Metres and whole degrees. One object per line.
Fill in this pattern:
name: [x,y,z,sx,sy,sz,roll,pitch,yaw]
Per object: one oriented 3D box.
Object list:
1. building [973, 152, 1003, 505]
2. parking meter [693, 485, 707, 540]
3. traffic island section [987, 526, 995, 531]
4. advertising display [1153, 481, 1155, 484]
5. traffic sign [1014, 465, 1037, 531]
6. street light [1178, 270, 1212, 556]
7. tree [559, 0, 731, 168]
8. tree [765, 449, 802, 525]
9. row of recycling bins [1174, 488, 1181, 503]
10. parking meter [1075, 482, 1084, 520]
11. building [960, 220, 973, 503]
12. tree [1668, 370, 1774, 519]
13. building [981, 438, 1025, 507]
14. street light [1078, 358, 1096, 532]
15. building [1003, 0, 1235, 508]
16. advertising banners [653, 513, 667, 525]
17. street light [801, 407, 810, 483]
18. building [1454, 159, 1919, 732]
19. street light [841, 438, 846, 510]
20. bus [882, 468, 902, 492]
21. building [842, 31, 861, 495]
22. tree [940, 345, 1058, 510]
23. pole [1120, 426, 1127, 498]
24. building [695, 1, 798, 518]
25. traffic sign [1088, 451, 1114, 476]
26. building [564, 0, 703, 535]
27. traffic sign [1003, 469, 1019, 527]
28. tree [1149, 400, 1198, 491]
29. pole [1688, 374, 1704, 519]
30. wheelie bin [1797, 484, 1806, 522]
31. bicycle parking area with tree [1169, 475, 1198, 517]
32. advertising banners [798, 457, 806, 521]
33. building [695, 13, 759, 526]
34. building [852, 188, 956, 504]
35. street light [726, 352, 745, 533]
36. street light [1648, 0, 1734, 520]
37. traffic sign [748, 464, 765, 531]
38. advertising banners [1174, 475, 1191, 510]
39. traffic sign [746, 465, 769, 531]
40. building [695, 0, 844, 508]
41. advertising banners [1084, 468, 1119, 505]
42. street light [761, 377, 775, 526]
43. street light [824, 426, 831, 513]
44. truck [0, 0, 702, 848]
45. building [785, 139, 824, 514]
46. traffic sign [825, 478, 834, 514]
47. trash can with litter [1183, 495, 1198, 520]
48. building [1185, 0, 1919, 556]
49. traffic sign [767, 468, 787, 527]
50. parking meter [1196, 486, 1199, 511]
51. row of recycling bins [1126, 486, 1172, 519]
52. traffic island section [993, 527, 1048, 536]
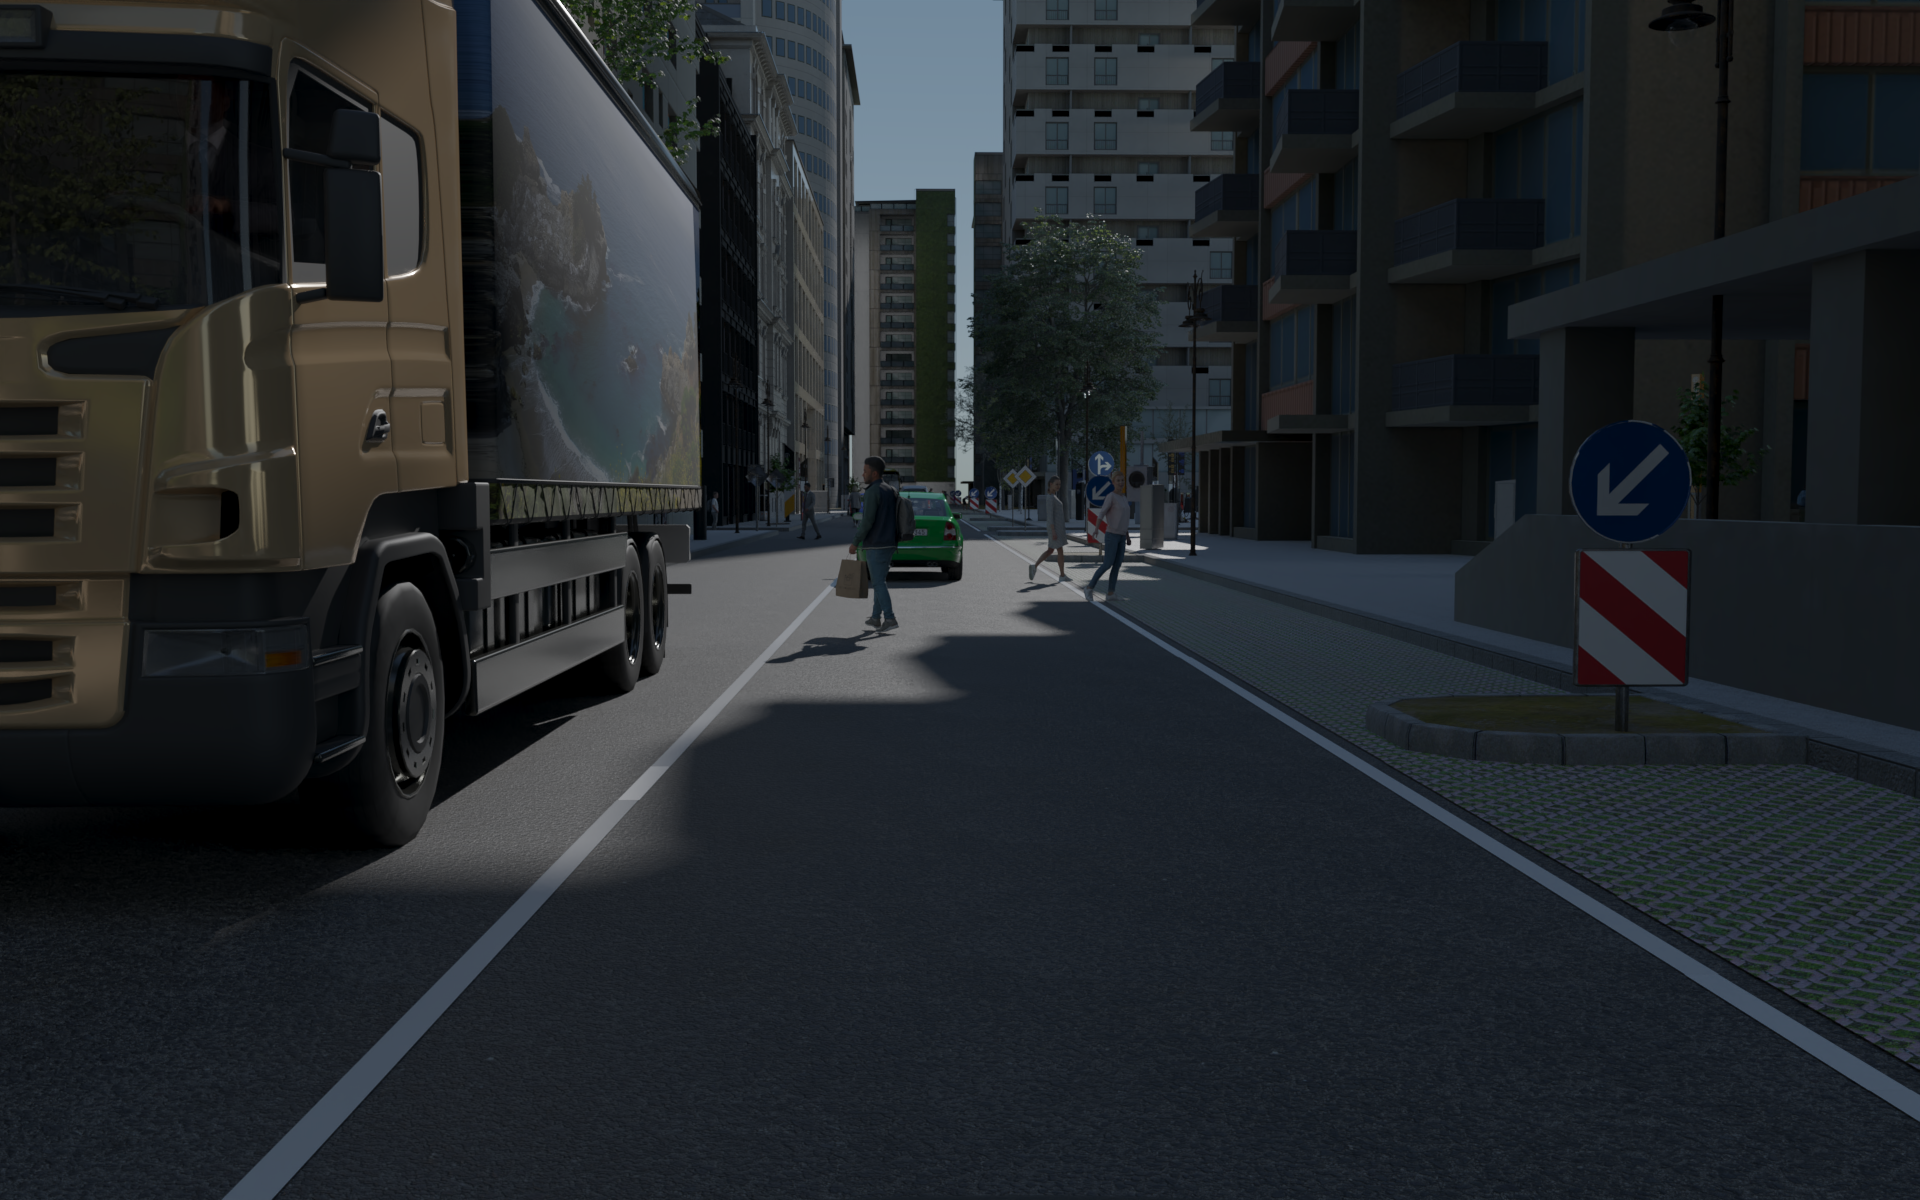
building: [8.576,-32.188,209.876,14.154,41.232,14.086,0,4,-1]
parking meter: [-7.261,-2.442,48.337,0.372,1.533,0.369,0,3,0]
traffic island section: [2.092,-2.795,67.975,2.009,0.180,2.903,0,4,-1]
advertising display: [9.275,-4.866,84.771,0.123,1.923,0.974,2,4,32]
traffic sign: [2.257,-3.442,59.914,0.795,2.450,0.064,0,4,-1]
street light: [4.846,-3.858,35.863,0.468,5.910,1.993,0,4,-1]
tree: [-6.581,-5.813,20.806,9.928,11.665,9.643,0,3,0]
tree: [-7.742,-4.802,73.113,1.663,3.219,1.824,0,3,0]
row of recycling bins: [13.069,-6.655,115.929,3.534,1.692,1.069,2,4,23]
parking meter: [5.857,-4.829,84.666,0.399,1.863,0.255,3,4,38]
building: [14.565,-35.703,238.376,28.867,44.769,22.147,0,4,-1]
tree: [11.408,-1.973,26.863,1.663,3.219,1.824,0,3,0]
building: [13.958,-53.422,186.113,22.319,86.520,31.000,0,4,-1]
street light: [4.331,-5.276,59.057,0.468,5.910,1.993,0,4,-1]
building: [17.900,-34.789,158.035,28.713,52.752,27.495,0,4,-1]
advertising banners: [-6.895,-2.692,40.208,0.090,3.025,2.074,0,4,3]
street light: [-8.198,-7.289,91.958,0.468,5.910,1.993,0,4,-1]
building: [21.258,-19.440,9.723,32.217,40.220,23.993,0,4,-1]
street light: [-9.266,-10.128,138.382,0.468,5.910,1.993,0,4,-1]
bus: [-7.005,-10.659,165.823,2.896,3.916,12.252,0,4,-2]
building: [-25.794,-37.520,202.687,27.495,52.752,28.713,0,4,-1]
tree: [3.344,-13.895,137.556,12.009,13.543,11.850,0,3,0]
pole: [4.906,-3.558,52.019,0.158,3.312,0.155,0,3,0]
building: [-16.572,-18.847,95.531,14.401,28.519,23.554,0,4,-1]
traffic sign: [4.162,-3.117,51.077,0.768,2.556,0.104,0,4,3]
building: [-22.658,-12.098,42.843,28.899,21.520,27.650,0,4,-1]
traffic sign: [2.068,-3.930,67.897,0.795,2.450,0.064,0,4,-1]
tree: [16.642,-11.194,133.382,4.360,8.622,3.978,0,3,0]
pole: [12.535,-2.182,29.516,0.158,3.312,0.155,0,3,0]
wheelie bin: [14.506,-1.296,29.092,0.980,1.594,0.693,-1,4,-16]
bicycle parking area with tree: [14.246,-6.647,95.680,8.231,4.147,9.016,0,4,2]
advertising banners: [-7.631,-5.354,83.729,0.090,3.025,2.074,0,4,5]
building: [-15.792,-15.068,76.045,12.332,23.373,15.834,0,4,-1]
building: [-7.617,-33.662,233.960,14.086,41.232,14.154,0,4,-1]
street light: [-7.310,-5.129,56.641,0.468,5.910,1.993,0,4,-1]
street light: [5.425,-2.422,12.383,0.468,5.910,1.993,0,4,-1]
traffic sign: [-7.037,-3.531,59.865,0.606,2.300,0.079,0,4,7]
advertising banners: [17.819,-8.745,139.164,2.074,3.025,0.090,-3,4,-38]
traffic sign: [-6.986,-3.430,59.717,0.795,2.450,0.064,0,4,-1]
building: [-21.678,-37.529,155.592,21.231,58.520,28.212,0,4,-1]
advertising banners: [8.074,-6.277,98.811,2.074,3.025,0.090,1,4,8]
street light: [-7.616,-5.870,68.765,0.468,5.910,1.993,0,4,-1]
street light: [-8.781,-8.709,115.186,0.468,5.910,1.993,0,4,-1]
truck: [-3.472,-1.313,10.385,2.839,4.237,11.283,0,4,-1]
building: [-20.357,-19.585,124.730,19.350,26.468,34.151,0,4,-1]
traffic sign: [-8.220,-6.553,109.276,0.606,2.300,0.079,0,4,3]
trash can with litter: [11.827,-4.610,86.439,2.233,1.210,1.678,1,4,21]
building: [17.824,-23.808,43.879,22.147,44.769,28.867,0,4,-1]
traffic sign: [-7.174,-3.918,67.700,0.795,2.450,0.064,0,4,-1]
parking meter: [16.795,-7.082,121.502,0.399,1.863,0.255,-1,4,-10]
row of recycling bins: [9.007,-5.016,89.121,3.534,1.692,1.069,-1,4,-12]
traffic island section: [2.280,-2.306,59.992,2.009,0.180,2.903,0,4,-1]
